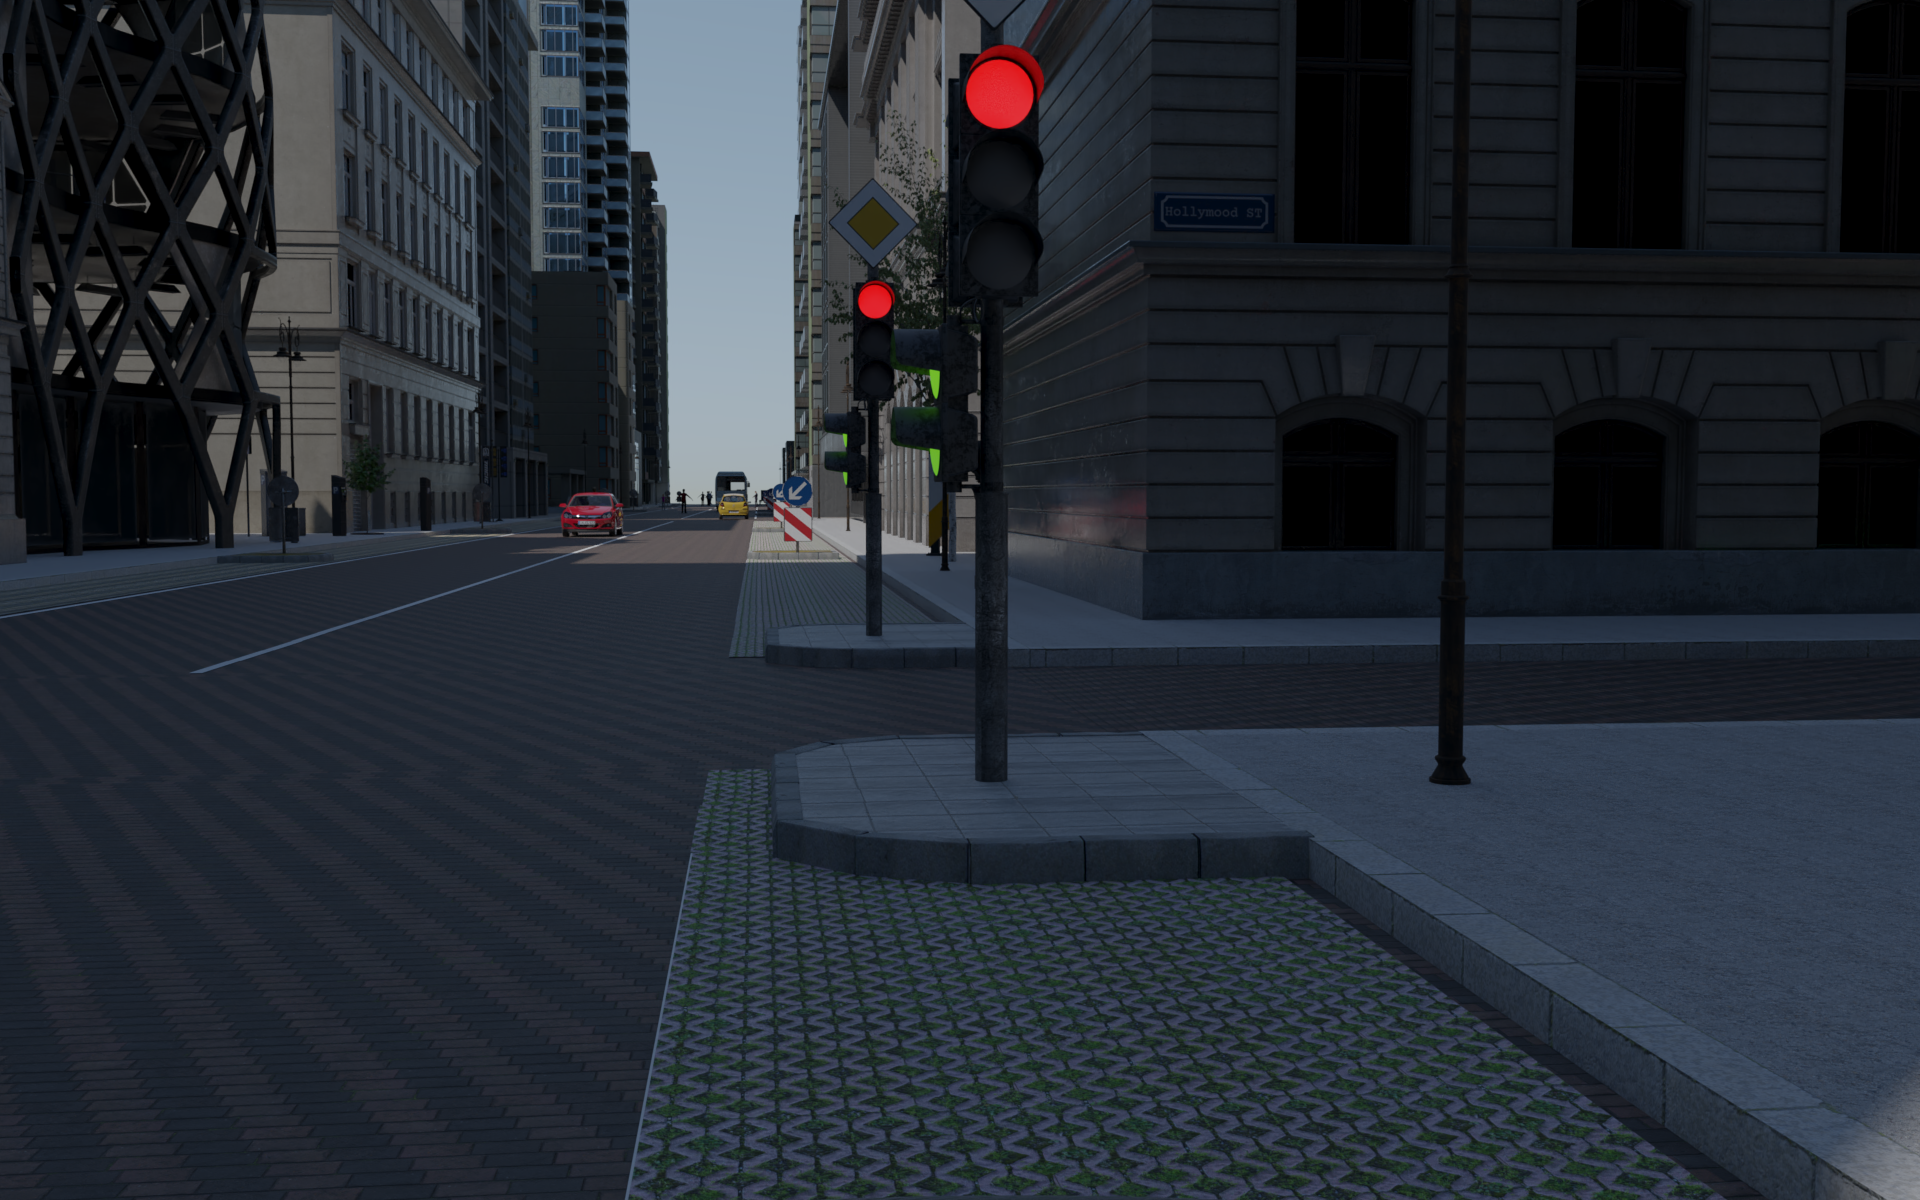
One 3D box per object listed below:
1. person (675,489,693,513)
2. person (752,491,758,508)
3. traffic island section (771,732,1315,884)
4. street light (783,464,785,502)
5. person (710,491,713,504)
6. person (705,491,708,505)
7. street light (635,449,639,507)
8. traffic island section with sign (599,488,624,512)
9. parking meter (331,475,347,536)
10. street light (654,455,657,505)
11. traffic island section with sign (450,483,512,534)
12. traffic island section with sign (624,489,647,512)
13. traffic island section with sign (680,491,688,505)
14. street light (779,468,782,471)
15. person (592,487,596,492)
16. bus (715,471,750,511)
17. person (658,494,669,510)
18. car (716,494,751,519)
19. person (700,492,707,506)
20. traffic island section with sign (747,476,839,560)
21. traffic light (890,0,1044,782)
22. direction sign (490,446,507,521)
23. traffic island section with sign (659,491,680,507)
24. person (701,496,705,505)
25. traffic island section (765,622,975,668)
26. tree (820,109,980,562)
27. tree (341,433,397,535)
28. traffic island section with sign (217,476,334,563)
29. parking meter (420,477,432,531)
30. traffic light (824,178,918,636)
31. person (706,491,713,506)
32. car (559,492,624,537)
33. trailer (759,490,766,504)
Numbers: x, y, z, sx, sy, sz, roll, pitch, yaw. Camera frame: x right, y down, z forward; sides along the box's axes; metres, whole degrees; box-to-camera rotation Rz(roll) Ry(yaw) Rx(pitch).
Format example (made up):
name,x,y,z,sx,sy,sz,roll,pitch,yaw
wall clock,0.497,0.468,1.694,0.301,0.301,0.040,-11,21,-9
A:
name,x,y,z,sx,sy,sz,roll,pitch,yaw
person,-20.573,-7.380,129.096,1.348,1.831,0.705,0,4,3
person,-21.493,-10.566,181.705,0.568,1.767,0.683,0,4,1
traffic island section,0.163,0.887,7.779,2.009,0.180,2.903,0,4,-7
street light,-18.602,-13.089,186.790,0.468,5.910,1.993,0,4,-7
person,-35.341,-14.576,246.685,0.599,1.838,0.709,0,4,-2
person,-31.853,-12.835,218.495,0.705,1.807,1.348,-2,4,-26
street light,-32.259,-12.257,173.186,0.468,5.910,1.993,0,4,-7
traffic island section with sign,-23.365,-6.435,113.834,1.989,1.847,2.006,0,4,-7
parking meter,-18.931,-2.881,52.815,0.399,1.863,0.255,1,4,21
street light,-35.740,-14.114,203.553,0.468,5.910,1.993,0,4,-7
traffic island section with sign,-17.517,-3.352,63.439,1.989,1.847,2.006,0,4,-7
traffic island section with sign,-26.461,-8.072,140.611,1.989,1.847,2.006,0,4,-7
traffic island section with sign,-35.842,-13.018,221.464,1.989,1.847,2.006,0,4,-7
street light,-22.153,-15.002,218.065,0.468,5.910,1.993,0,4,-7
person,-19.649,-5.171,93.122,0.705,1.814,1.350,2,4,32
bus,-19.263,-9.273,146.471,2.948,3.499,13.247,0,4,-7
person,-26.382,-8.705,154.058,0.991,1.433,0.599,-1,4,-15
car,-13.005,-5.461,99.515,2.015,1.641,3.980,0,4,-8
person,-30.167,-11.852,202.998,1.217,1.735,0.721,0,4,0
traffic island section with sign,-3.725,-1.822,38.422,1.989,1.847,2.006,0,4,-7
traffic light,0.122,-1.146,7.661,0.839,4.253,0.868,0,4,-7
direction sign,-21.743,-5.484,81.667,0.876,3.537,0.379,-3,5,-44
traffic island section with sign,-32.676,-11.339,194.012,1.989,1.847,2.006,0,4,-7
person,-32.232,-12.553,216.978,0.421,1.427,0.697,2,4,25
traffic island section,-0.757,0.402,15.712,2.009,0.180,2.903,0,4,-7
tree,-0.357,-5.026,32.534,4.737,8.622,4.395,0,3,0
tree,-18.690,-3.688,54.903,1.663,3.219,1.824,0,3,0
traffic island section with sign,-14.409,-1.714,36.656,1.989,1.847,2.006,0,4,-7
parking meter,-18.641,-3.347,60.429,0.255,1.863,0.399,1,4,9
traffic light,-0.798,-1.631,15.593,0.839,4.253,0.868,0,4,-7
person,-30.282,-12.274,209.169,0.705,1.826,1.348,2,4,30
car,-12.608,-3.086,59.502,2.155,1.783,4.494,0,4,-6
trailer,-27.407,-14.412,242.686,1.471,1.999,3.904,0,4,-6
